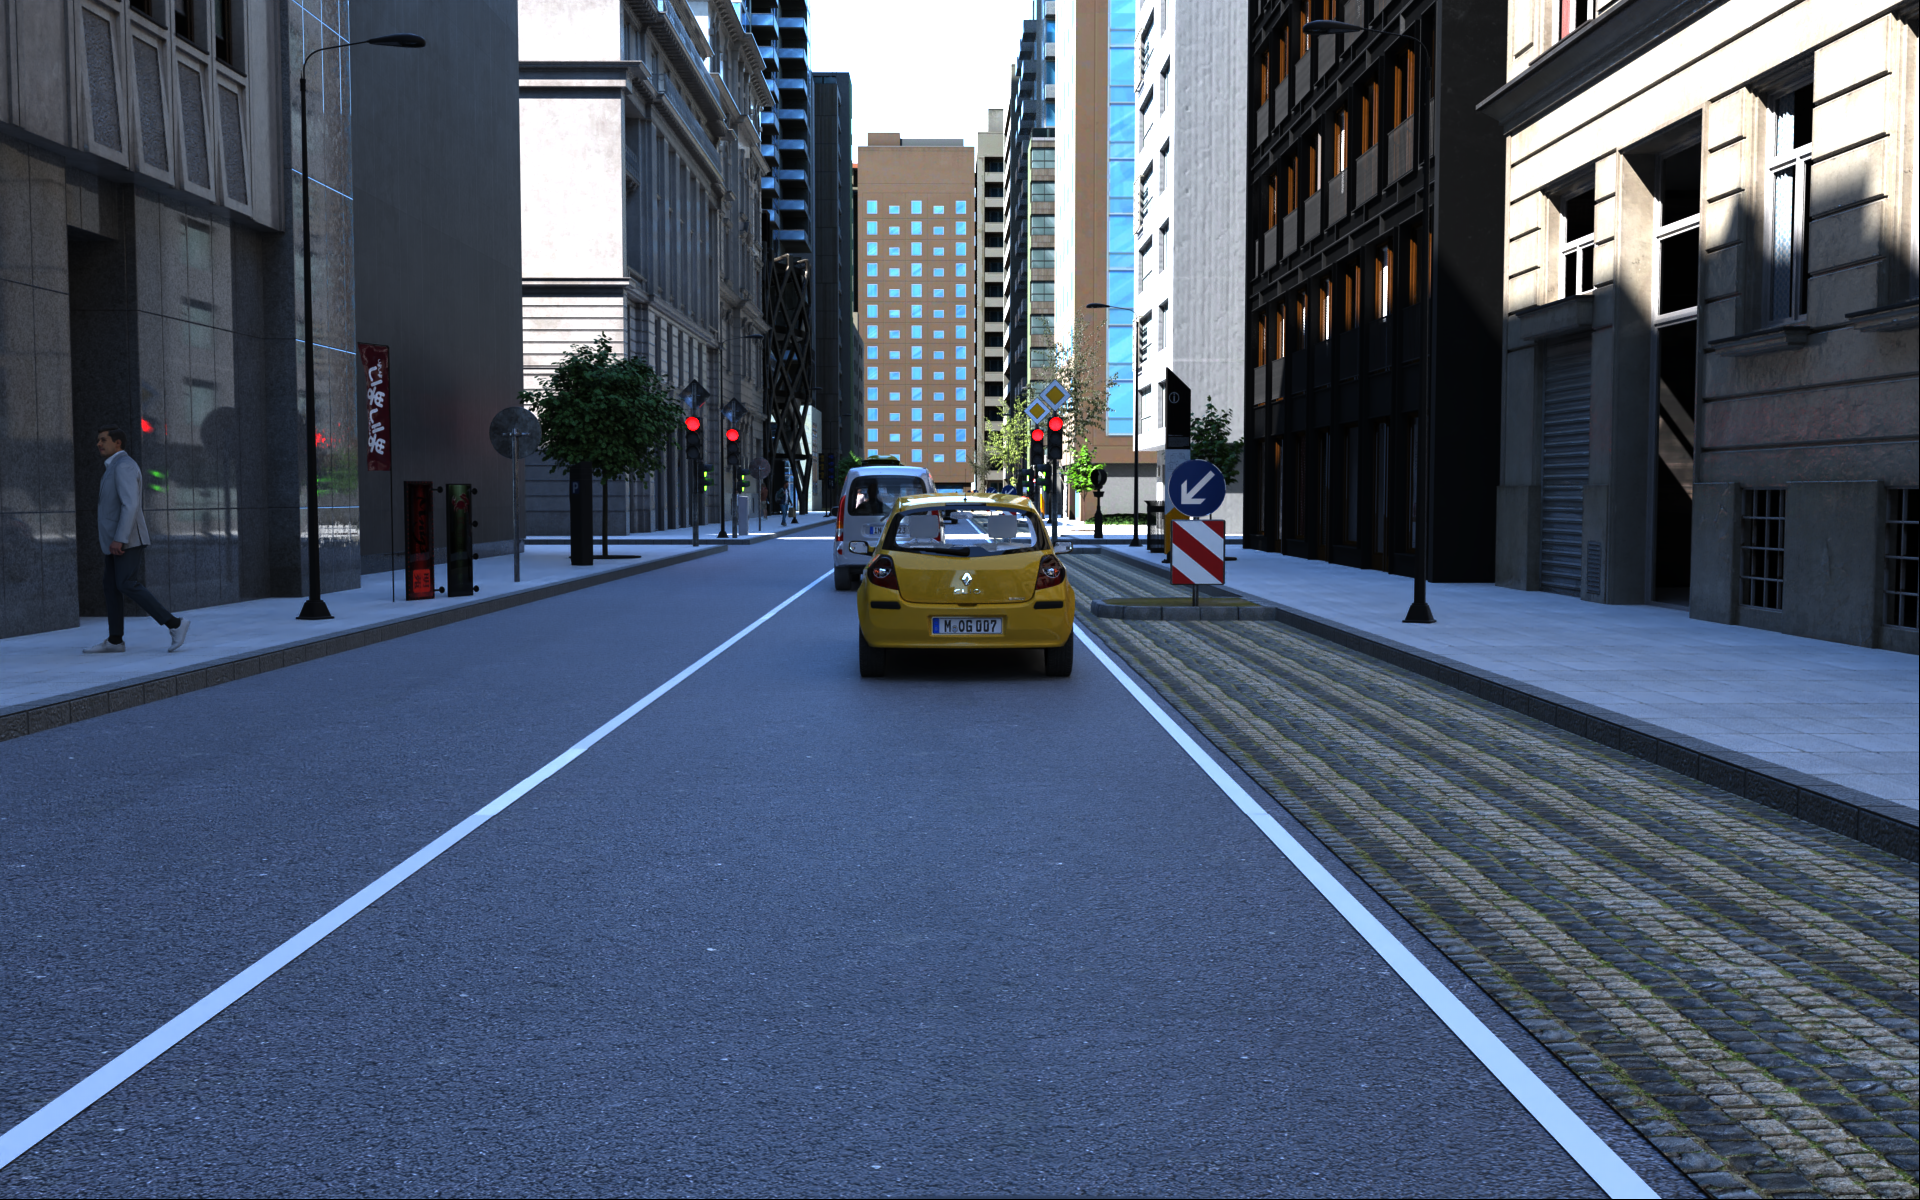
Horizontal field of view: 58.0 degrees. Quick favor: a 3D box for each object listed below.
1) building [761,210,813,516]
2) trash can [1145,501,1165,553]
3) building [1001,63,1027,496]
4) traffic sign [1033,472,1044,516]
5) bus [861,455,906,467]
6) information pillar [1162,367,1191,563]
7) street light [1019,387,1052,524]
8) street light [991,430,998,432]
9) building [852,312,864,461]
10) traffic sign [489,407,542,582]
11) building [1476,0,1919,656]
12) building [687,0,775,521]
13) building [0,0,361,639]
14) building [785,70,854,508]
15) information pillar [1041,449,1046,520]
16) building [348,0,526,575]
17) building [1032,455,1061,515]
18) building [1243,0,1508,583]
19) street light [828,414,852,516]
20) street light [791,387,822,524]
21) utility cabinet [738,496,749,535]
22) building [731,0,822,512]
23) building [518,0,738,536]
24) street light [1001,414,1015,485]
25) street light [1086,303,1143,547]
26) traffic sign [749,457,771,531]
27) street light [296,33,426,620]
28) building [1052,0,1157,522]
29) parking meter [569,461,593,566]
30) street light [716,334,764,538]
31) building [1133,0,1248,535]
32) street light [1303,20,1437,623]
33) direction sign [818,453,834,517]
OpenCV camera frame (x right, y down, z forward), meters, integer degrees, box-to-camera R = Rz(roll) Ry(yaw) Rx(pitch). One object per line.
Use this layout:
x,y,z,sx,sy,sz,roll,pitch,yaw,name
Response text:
-17.761,-14.708,107.920,16.820,18.784,16.811,0,4,-1,building
4.392,-1.603,37.865,0.748,1.137,0.748,0,3,0,trash can
15.740,-34.511,187.956,21.300,48.544,21.600,0,4,-1,building
3.877,-5.135,83.963,0.884,2.594,0.081,0,4,5,traffic sign
-4.916,-7.397,112.494,2.896,3.916,12.252,0,3,0,bus
4.019,-2.491,32.091,0.504,3.616,0.183,-1,4,-16,information pillar
3.381,-6.275,75.145,1.470,5.913,1.316,0,4,-1,street light
2.963,-9.359,125.564,1.470,5.913,1.316,0,4,-1,street light
-25.299,-20.794,185.027,28.899,21.520,27.650,0,4,-1,building
-6.484,-1.539,25.274,0.768,2.556,0.104,0,3,0,traffic sign
14.874,-10.768,9.349,16.112,22.955,30.059,0,4,-1,building
-17.277,-18.354,87.480,14.401,28.519,23.554,0,4,-1,building
-14.081,-11.920,12.910,12.078,24.808,19.932,0,4,-1,building
-17.440,-29.317,162.932,14.154,41.232,14.086,0,4,-1,building
4.126,-5.838,86.808,0.183,3.616,0.504,1,4,21,information pillar
-21.409,-14.575,31.815,24.014,27.812,14.314,0,4,-1,building
15.475,-41.093,110.129,20.563,71.187,20.611,0,4,-1,building
12.881,-12.388,32.220,12.332,23.373,15.834,0,4,-1,building
-6.992,-7.856,100.984,1.470,5.913,1.316,0,4,-1,street light
-6.682,-6.295,75.462,1.470,5.913,1.316,0,4,-1,street light
-6.757,-2.631,54.172,0.306,1.237,1.020,0,4,-4,utility cabinet
-22.099,-50.538,138.963,22.319,86.520,31.000,0,4,-1,building
-16.224,-13.586,63.932,13.314,21.916,24.055,0,4,-1,building
3.156,-7.817,100.346,1.470,5.913,1.316,0,4,-1,street light
3.770,-4.266,42.284,1.470,5.913,1.316,0,4,-1,street light
-6.964,-3.674,60.173,0.768,2.556,0.104,0,4,1,traffic sign
-6.089,-2.758,17.627,1.470,5.913,1.316,0,4,-1,street light
12.064,-26.631,85.524,14.600,45.320,14.200,0,4,-1,building
-6.813,-1.556,31.149,0.399,1.863,0.255,3,5,42,parking meter
-6.404,-4.770,50.524,1.470,5.913,1.316,0,4,-1,street light
13.406,-22.827,56.813,14.086,41.232,14.154,0,4,-1,building
4.059,-2.729,17.162,1.470,5.913,1.316,0,4,-1,street light
-7.408,-6.359,95.963,0.876,3.537,0.379,1,4,11,direction sign
